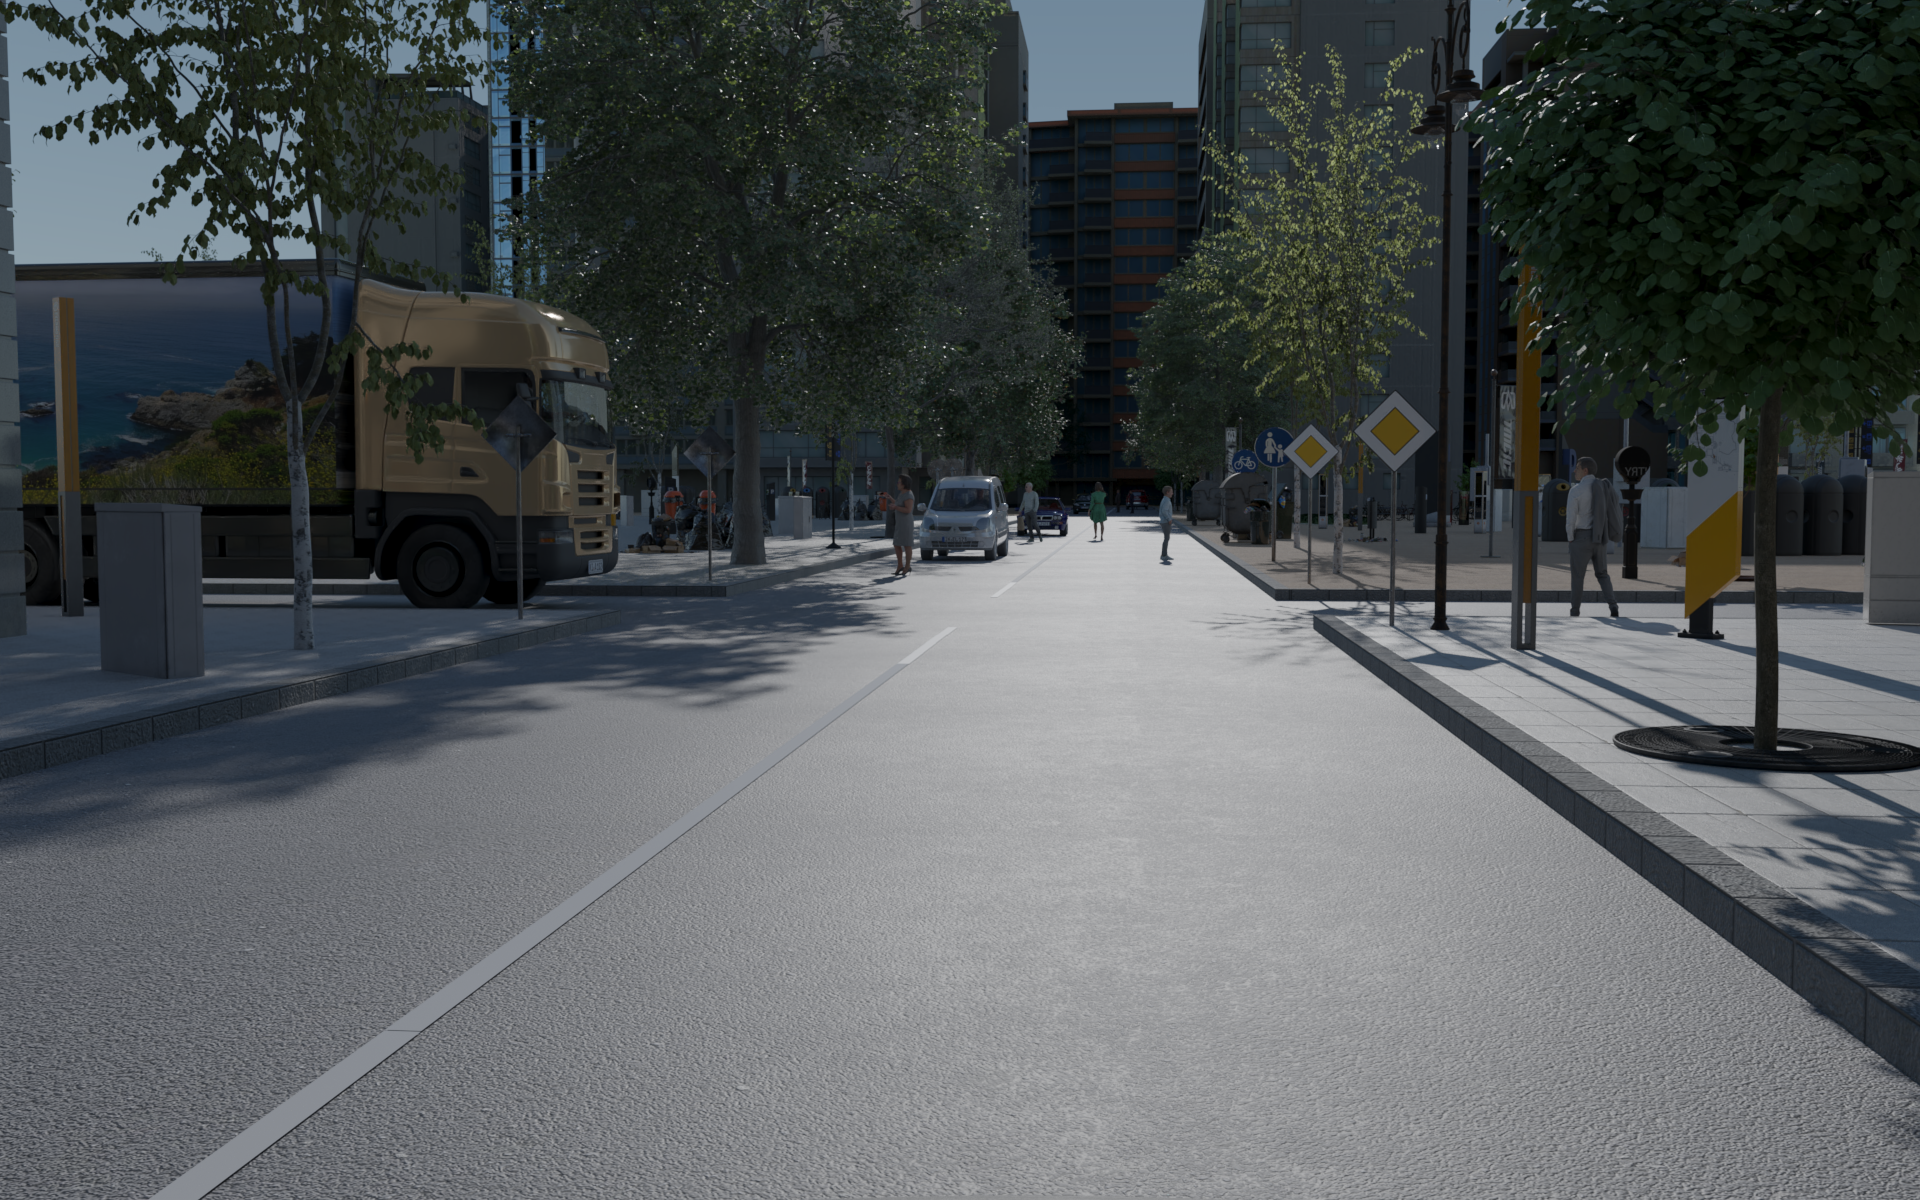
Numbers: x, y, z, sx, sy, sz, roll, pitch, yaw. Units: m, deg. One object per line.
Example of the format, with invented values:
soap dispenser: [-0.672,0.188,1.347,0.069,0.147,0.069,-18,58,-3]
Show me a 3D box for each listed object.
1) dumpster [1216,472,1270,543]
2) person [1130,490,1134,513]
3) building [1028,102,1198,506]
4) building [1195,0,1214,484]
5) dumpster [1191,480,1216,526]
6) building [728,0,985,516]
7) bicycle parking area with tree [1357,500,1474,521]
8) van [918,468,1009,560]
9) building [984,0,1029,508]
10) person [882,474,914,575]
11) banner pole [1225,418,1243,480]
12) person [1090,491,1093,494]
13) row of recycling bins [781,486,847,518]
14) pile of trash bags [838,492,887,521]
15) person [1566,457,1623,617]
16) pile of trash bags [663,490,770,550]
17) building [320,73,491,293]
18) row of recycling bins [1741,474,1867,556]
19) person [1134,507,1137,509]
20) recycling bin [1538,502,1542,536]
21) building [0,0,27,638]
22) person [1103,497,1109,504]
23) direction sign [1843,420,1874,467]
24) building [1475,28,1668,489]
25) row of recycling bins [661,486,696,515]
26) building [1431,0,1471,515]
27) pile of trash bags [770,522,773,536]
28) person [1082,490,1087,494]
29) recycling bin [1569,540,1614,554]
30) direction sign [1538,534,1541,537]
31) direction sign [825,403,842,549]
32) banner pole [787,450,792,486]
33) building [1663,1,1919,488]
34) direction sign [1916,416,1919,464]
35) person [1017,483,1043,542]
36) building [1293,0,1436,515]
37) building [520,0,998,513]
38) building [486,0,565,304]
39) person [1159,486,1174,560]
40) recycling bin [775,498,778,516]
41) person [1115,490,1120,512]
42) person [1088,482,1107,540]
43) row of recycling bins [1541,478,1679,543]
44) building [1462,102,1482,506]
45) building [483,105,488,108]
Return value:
dumpster: [7.574,-2.466,46.082,1.264,1.857,1.865,0,4,6]
person: [12.704,-7.257,128.073,0.530,1.710,0.541,2,4,33]
building: [19.991,-33.154,196.690,28.867,44.769,22.147,0,4,6]
building: [32.816,-32.724,158.745,21.300,48.544,21.600,0,4,6]
dumpster: [10.008,-3.936,70.105,1.264,1.857,1.865,0,4,6]
building: [-6.005,-25.957,107.997,14.154,41.232,14.086,0,4,6]
bicycle parking area with tree: [23.187,-6.017,85.385,9.016,4.147,8.231,2,4,25]
van: [0.130,-1.946,38.830,2.013,2.044,4.112,0,4,7]
building: [-4.692,-33.024,163.636,21.600,48.544,21.300,0,4,6]
person: [-1.102,-1.332,30.643,0.532,1.782,0.716,-1,4,-20]
banner pole: [9.052,-4.103,57.093,0.863,3.779,0.401,-2,4,-30]
person: [12.810,-9.836,170.113,0.721,1.735,1.217,2,4,25]
row of recycling bins: [-7.828,-5.241,92.800,3.534,1.692,1.069,-1,4,-10]
pile of trash bags: [-4.432,-4.539,83.965,1.912,1.369,3.447,-3,4,-37]
person: [6.860,-0.620,18.742,0.679,1.850,0.850,-1,4,-16]
pile of trash bags: [-5.855,-1.930,41.307,1.912,1.369,3.447,-1,4,-16]
building: [-53.413,-29.846,171.571,14.086,41.232,14.154,0,4,6]
row of recycling bins: [17.572,-1.781,36.235,3.534,1.692,1.069,-1,4,-14]
person: [16.735,-9.540,165.214,1.217,1.736,0.721,1,4,10]
recycling bin: [17.930,-2.525,53.830,0.722,1.027,0.722,3,5,43]
building: [-23.685,-14.281,10.989,29.804,29.767,11.434,0,4,6]
person: [12.534,-8.587,152.156,1.065,1.426,0.557,0,4,-6]
direction sign: [26.438,-3.612,51.051,0.379,3.537,0.876,-2,4,-33]
building: [56.932,-31.266,161.313,14.200,45.320,14.600,0,4,6]
row of recycling bins: [-13.846,-4.769,85.082,1.069,1.692,3.534,1,4,13]
building: [24.911,-26.279,113.257,14.154,41.232,14.086,0,4,6]
pile of trash bags: [-7.387,-2.577,51.890,3.447,1.369,1.912,-3,5,-44]
person: [11.401,-9.199,158.931,1.348,1.821,0.705,-1,4,-19]
recycling bin: [13.576,-1.509,37.227,0.722,1.027,0.722,0,4,-5]
direction sign: [17.215,-3.658,51.804,0.379,3.537,0.876,1,4,11]
direction sign: [-2.984,-2.983,40.769,0.379,3.537,0.876,1,4,18]
banner pole: [-9.696,-6.637,98.529,0.401,3.779,0.863,-1,4,-22]
building: [78.630,-32.673,153.812,30.456,49.044,23.786,0,4,6]
direction sign: [25.161,-3.232,44.837,0.379,3.537,0.876,-2,4,-24]
person: [2.065,-2.617,51.767,0.782,1.767,0.515,3,5,40]
building: [26.133,-27.136,127.265,14.154,41.232,14.086,0,4,6]
building: [-13.294,-26.665,127.856,32.217,40.220,23.993,0,4,6]
building: [-30.982,-52.062,163.886,31.000,86.520,22.319,0,4,6]
person: [4.499,-1.674,37.686,0.330,1.601,0.589,1,4,8]
recycling bin: [-10.146,-5.328,99.672,0.722,1.027,0.722,-3,5,-40]
person: [12.273,-7.696,134.874,0.434,1.755,0.990,0,4,-3]
person: [4.320,-2.772,54.073,0.600,1.795,0.529,-1,4,-14]
row of recycling bins: [17.363,-2.395,46.270,3.534,1.692,1.069,2,4,29]
building: [62.983,-32.884,192.283,28.867,44.769,22.147,0,4,6]
building: [-54.525,-33.610,199.642,14.200,45.320,14.600,0,4,6]
